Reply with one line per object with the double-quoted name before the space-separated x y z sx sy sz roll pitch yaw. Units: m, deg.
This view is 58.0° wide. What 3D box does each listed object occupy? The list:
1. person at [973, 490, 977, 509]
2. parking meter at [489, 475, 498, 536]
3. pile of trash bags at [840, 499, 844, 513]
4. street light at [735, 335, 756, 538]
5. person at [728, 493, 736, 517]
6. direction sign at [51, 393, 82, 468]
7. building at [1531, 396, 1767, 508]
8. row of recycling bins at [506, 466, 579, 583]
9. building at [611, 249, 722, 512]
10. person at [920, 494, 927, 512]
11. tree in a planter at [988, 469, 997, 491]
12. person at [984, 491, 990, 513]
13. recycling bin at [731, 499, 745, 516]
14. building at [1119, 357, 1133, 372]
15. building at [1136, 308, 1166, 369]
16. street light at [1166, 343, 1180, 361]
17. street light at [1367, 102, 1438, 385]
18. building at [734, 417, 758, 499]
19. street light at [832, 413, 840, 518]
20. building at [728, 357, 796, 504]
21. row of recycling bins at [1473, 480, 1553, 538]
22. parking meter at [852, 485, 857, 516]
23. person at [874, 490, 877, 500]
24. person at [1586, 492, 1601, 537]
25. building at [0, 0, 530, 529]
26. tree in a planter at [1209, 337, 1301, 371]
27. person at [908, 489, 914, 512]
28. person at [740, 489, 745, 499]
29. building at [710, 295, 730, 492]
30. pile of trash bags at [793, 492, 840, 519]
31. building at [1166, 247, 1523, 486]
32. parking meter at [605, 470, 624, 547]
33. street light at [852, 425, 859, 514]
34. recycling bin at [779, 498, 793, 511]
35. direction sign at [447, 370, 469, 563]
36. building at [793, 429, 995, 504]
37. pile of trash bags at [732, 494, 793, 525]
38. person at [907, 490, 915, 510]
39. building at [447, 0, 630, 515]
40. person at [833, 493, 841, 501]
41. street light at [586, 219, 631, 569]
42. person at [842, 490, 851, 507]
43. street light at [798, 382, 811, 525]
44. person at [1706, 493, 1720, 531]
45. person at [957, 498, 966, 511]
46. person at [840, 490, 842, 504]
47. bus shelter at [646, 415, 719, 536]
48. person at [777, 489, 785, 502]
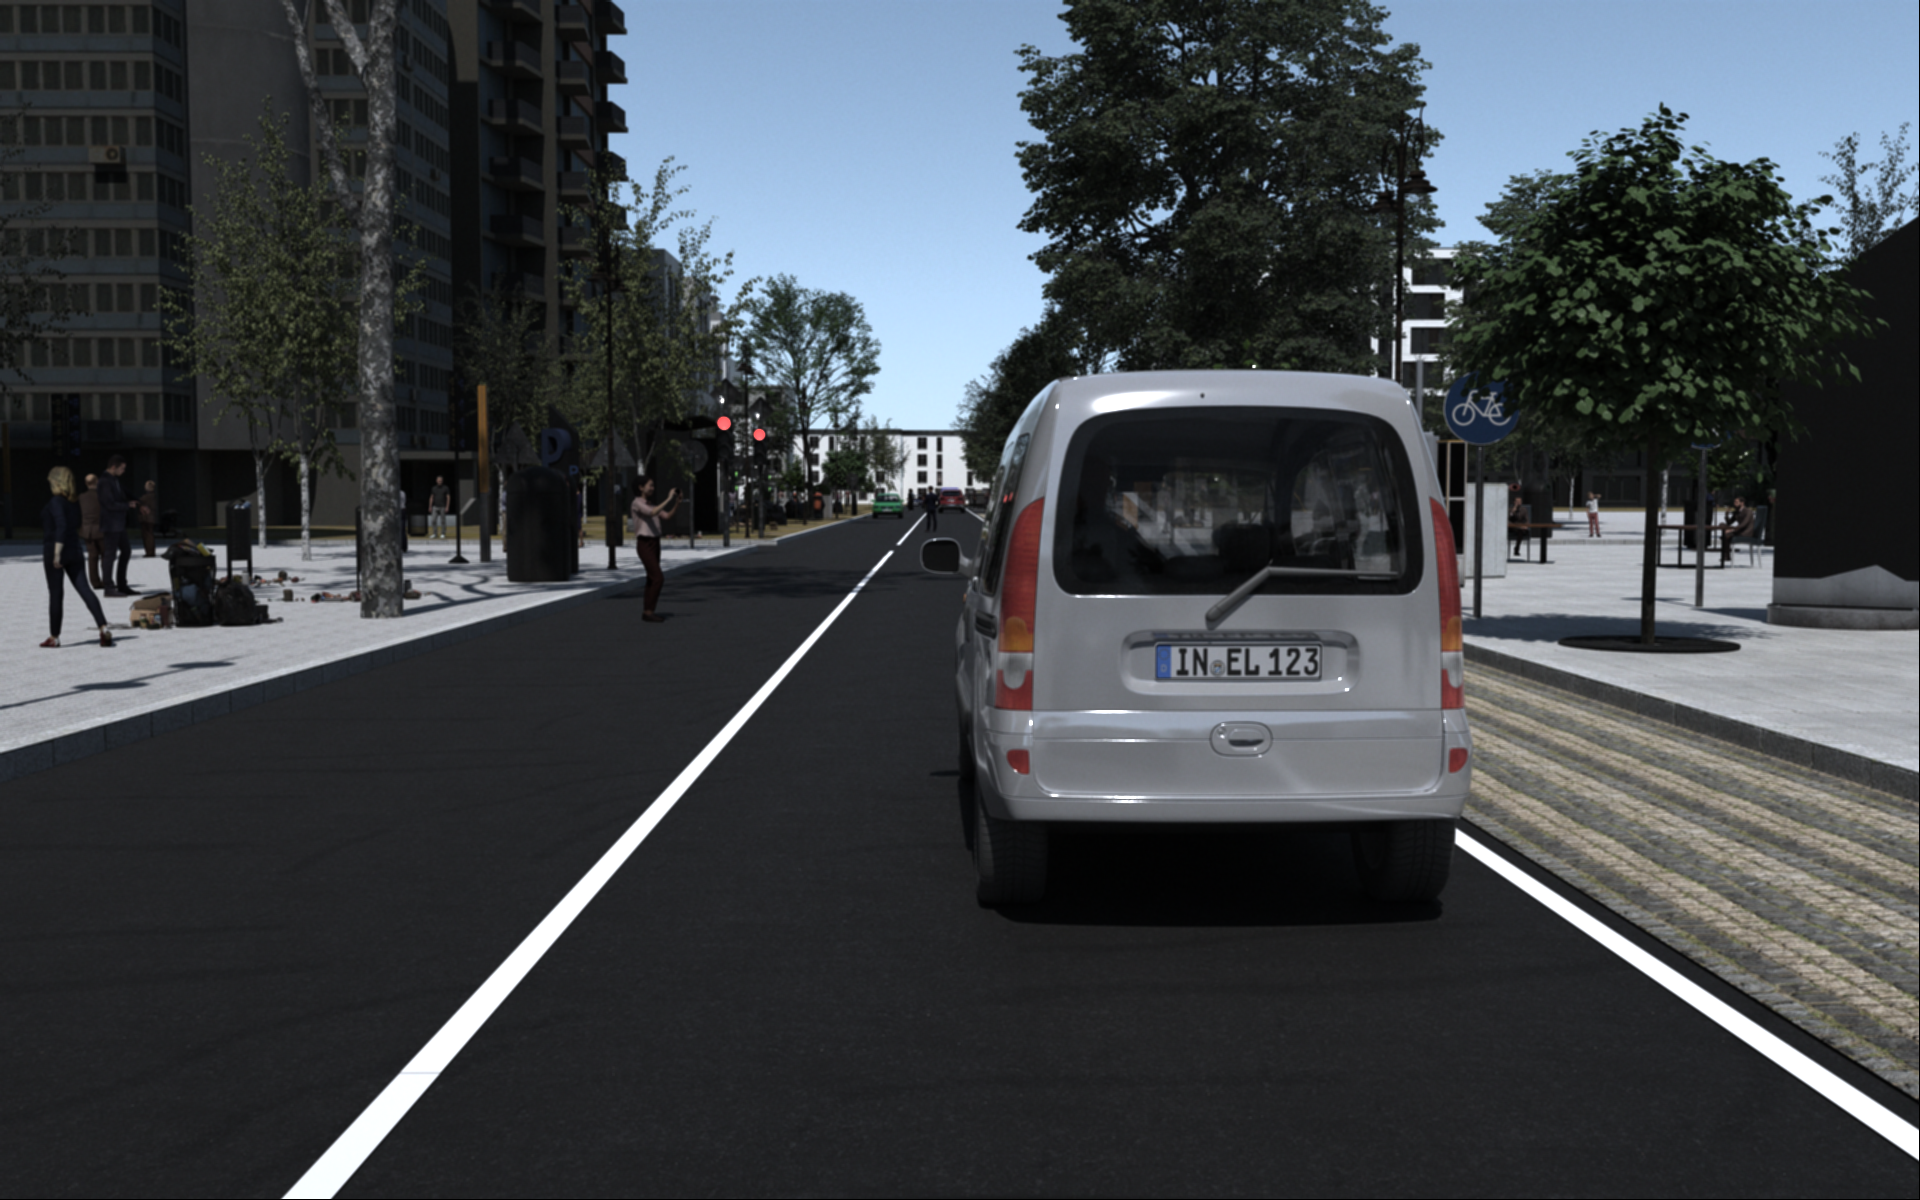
"person" 1.400 -9.419 162.456 0.705 1.831 1.348 0 4 4
"parking meter" -14.537 -2.925 53.539 0.399 1.863 0.255 1 4 15
"pile of trash bags" -9.492 -6.391 114.239 3.447 1.369 1.912 -2 4 -30
"street light" -6.205 -4.746 50.390 0.468 5.910 1.993 0 4 -1
"person" -10.103 -4.197 76.622 0.435 1.587 0.963 3 5 44
"direction sign" -20.160 -2.883 39.127 0.876 3.537 0.379 1 4 23
"building" 61.943 -20.207 174.363 32.646 21.610 27.936 0 4 -1
"row of recycling bins" -6.447 -1.197 26.690 1.069 1.692 3.534 -1 4 -9
"building" -29.765 -16.779 140.795 16.747 18.905 31.486 0 4 -1
"person" -2.845 -7.891 140.776 1.065 1.426 0.557 -2 4 -34
"tree in a planter" 2.541 -6.423 102.237 1.991 3.239 1.994 0 4 -1
"person" 2.119 -7.629 134.699 0.415 1.643 0.593 1 4 23
"recycling bin" -11.123 -4.482 85.841 0.722 1.027 0.722 1 4 14
"building" 22.079 -22.334 231.625 31.486 18.905 16.747 0 4 -1
"building" 26.498 -19.918 182.075 16.016 20.091 11.380 0 4 -1
"street light" 5.126 -4.212 41.659 0.468 5.910 1.993 0 4 -1
"street light" 5.311 -2.947 20.979 0.468 5.910 1.993 0 4 -1
"building" -35.781 -14.723 182.871 28.070 9.664 9.099 0 4 -1
"street light" -6.543 -7.281 91.834 0.468 5.910 1.993 0 4 -1
"building" -38.209 -22.266 230.510 31.486 18.905 16.747 0 4 -1
"row of recycling bins" 15.559 -2.647 50.390 3.534 1.692 1.069 -1 4 -15
"parking meter" -6.337 -5.984 103.543 0.255 1.863 0.399 -1 4 -14
"person" -9.548 -11.656 197.299 0.721 1.739 1.217 1 4 17
"person" 18.970 -2.561 51.825 0.435 1.345 0.340 1 4 17
"building" -35.859 -23.381 74.159 32.217 40.220 23.993 0 4 -1
"tree in a planter" 3.317 -1.378 19.750 1.991 3.239 1.994 0 4 -1
"person" -3.967 -8.018 139.231 0.705 1.869 1.348 1 4 13
"person" -19.493 -9.240 157.641 1.217 1.766 0.721 -3 5 -42
"building" -29.695 -18.713 162.378 16.016 20.091 11.380 0 4 -1
"pile of trash bags" -7.856 -4.874 89.448 1.912 1.369 3.447 -2 4 -26
"building" 32.613 -19.332 160.046 27.936 21.610 32.646 0 4 -1
"parking meter" -8.421 -2.232 42.202 0.255 1.863 0.399 3 5 45
"street light" -6.783 -8.577 113.022 0.468 5.910 1.993 0 4 -1
"recycling bin" -11.208 -6.082 112.001 0.722 1.027 0.722 2 4 33
"direction sign" -9.328 -2.454 32.126 0.379 3.537 0.876 0 4 1
"building" -7.667 -17.513 228.490 28.070 9.664 9.099 0 4 -1
"pile of trash bags" -8.899 -3.749 71.052 3.447 1.369 1.912 -1 4 -21
"person" -4.272 -8.810 152.532 0.705 1.826 1.348 2 4 28
"building" -31.638 -27.267 100.441 22.147 44.769 28.867 0 4 -1
"person" -11.284 -9.170 159.190 0.599 1.433 0.991 -3 5 -44
"street light" -5.948 -3.466 29.454 0.468 5.910 1.993 0 4 -1
"person" -11.277 -10.329 174.866 1.348 1.831 0.705 -2 4 -27
"street light" -6.391 -6.017 71.161 0.468 5.910 1.993 0 4 -1
"person" 26.169 -3.156 60.342 0.574 1.496 0.600 -3 4 -38
"person" -0.099 -8.317 144.485 1.348 1.824 0.705 -1 4 -19
"person" -13.752 -11.922 200.975 0.705 1.822 1.348 0 4 -4
"bus shelter" -8.508 -3.869 54.548 1.731 3.624 6.357 0 4 -1
"person" -14.241 -7.957 136.848 1.217 1.736 0.721 2 4 35
